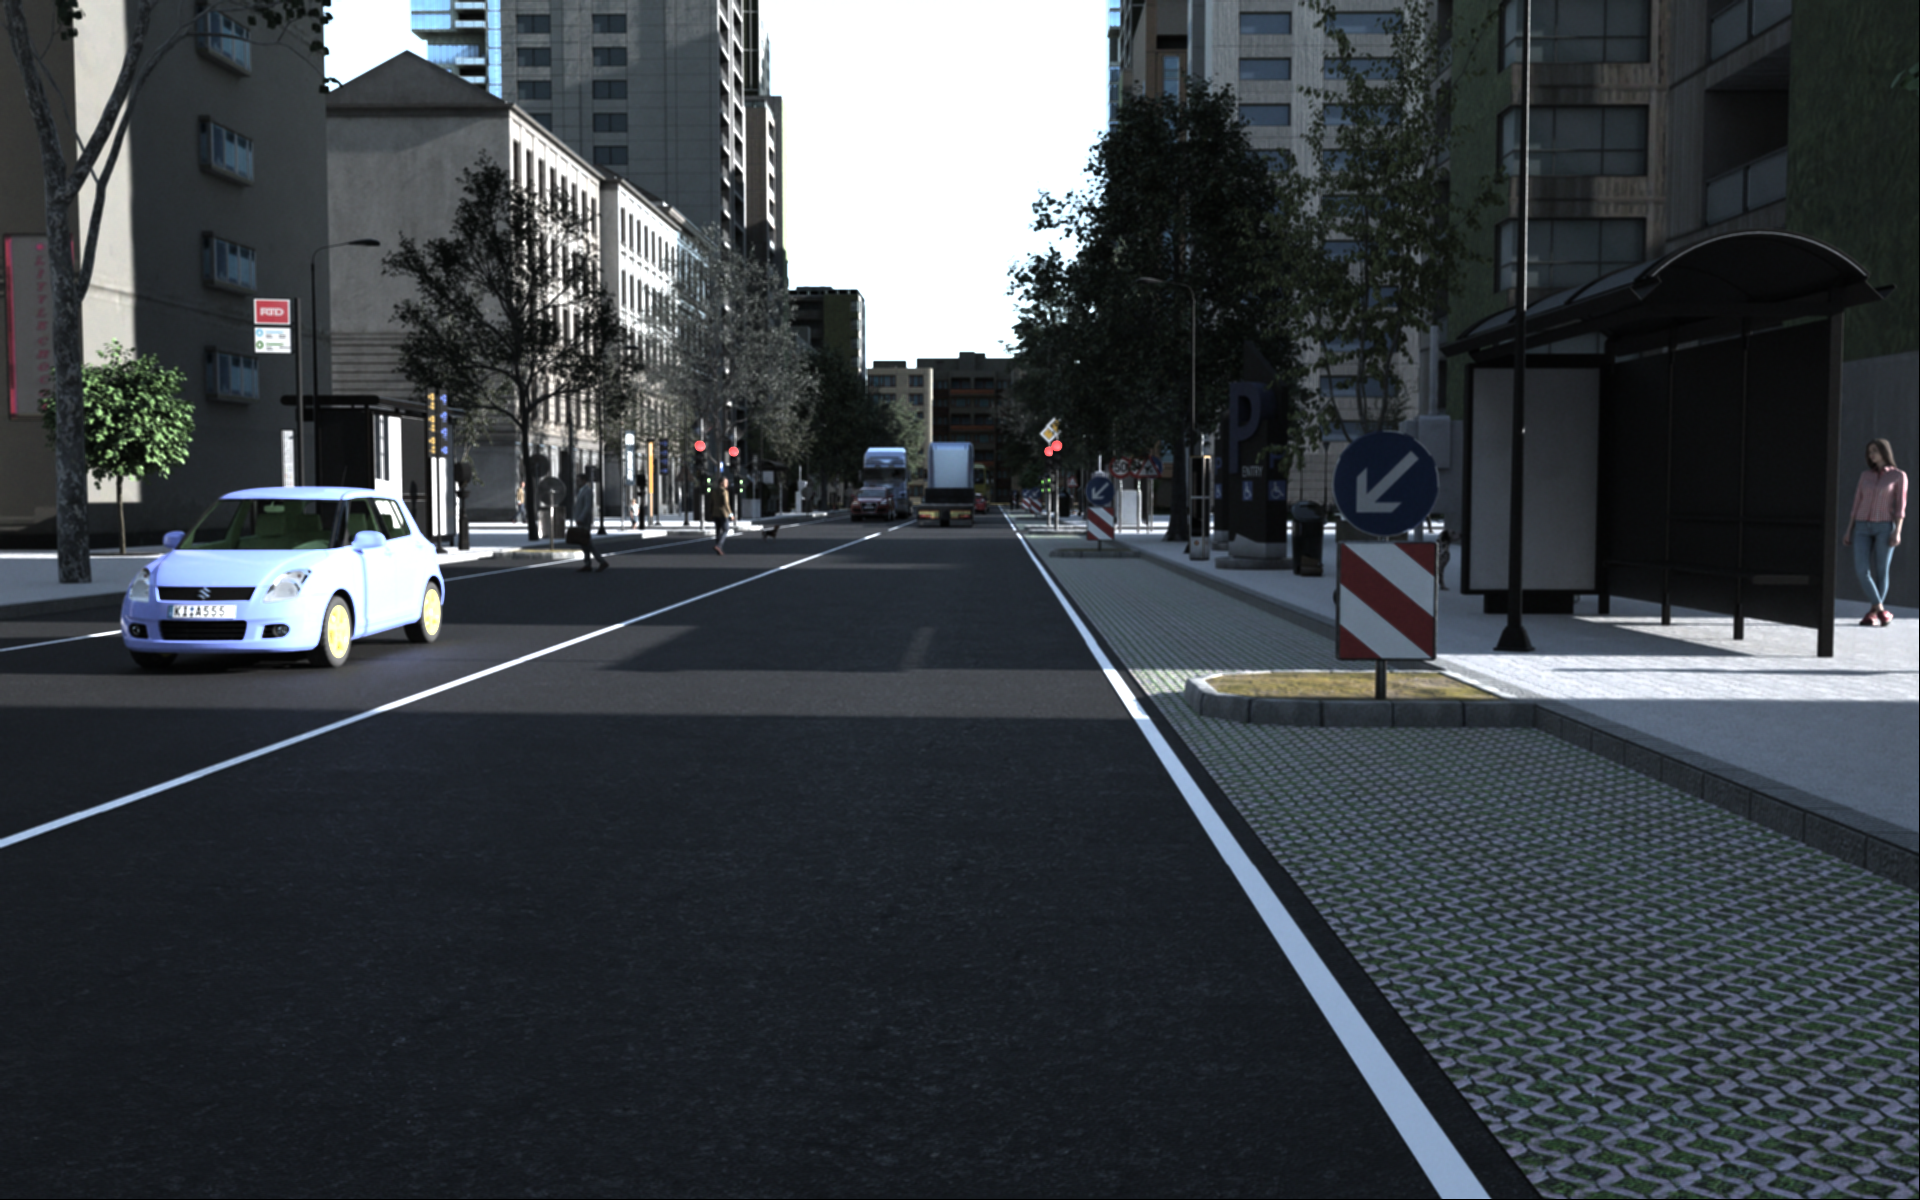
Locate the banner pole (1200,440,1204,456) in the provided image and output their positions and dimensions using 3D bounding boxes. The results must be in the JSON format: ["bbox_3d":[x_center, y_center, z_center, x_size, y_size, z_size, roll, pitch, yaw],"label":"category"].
[{"bbox_3d":[8.422,-4.300,60.329,0.401,3.779,0.863,1,4,15],"label":"banner pole"}]

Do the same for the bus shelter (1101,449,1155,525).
[{"bbox_3d":[7.118,-4.939,74.678,2.014,3.302,5.546,0,4,1],"label":"bus shelter"}]

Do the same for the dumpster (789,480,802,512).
[{"bbox_3d":[-11.355,-7.188,120.014,1.502,2.255,1.985,0,4,1],"label":"dumpster"}]

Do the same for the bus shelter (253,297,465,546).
[{"bbox_3d":[-13.296,-3.700,38.129,2.179,5.291,8.768,0,4,1],"label":"bus shelter"}]

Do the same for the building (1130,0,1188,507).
[{"bbox_3d":[22.821,-30.885,155.086,14.600,45.320,14.200,0,4,1],"label":"building"}]

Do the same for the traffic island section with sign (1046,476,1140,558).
[{"bbox_3d":[3.040,-1.887,39.484,1.989,1.847,2.006,0,4,1],"label":"traffic island section with sign"}]

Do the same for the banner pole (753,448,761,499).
[{"bbox_3d":[-11.066,-6.391,94.513,0.401,3.779,0.863,-3,5,-44],"label":"banner pole"}]

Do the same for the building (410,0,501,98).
[{"bbox_3d":[-64.029,-57.086,246.028,31.000,86.520,22.319,0,4,1],"label":"building"}]

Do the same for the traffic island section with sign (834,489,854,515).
[{"bbox_3d":[-7.788,-6.940,122.104,1.989,1.847,2.006,0,4,1],"label":"traffic island section with sign"}]

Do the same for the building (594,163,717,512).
[{"bbox_3d":[-24.169,-18.039,123.814,11.050,23.489,19.941,0,4,1],"label":"building"}]

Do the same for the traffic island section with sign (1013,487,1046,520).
[{"bbox_3d":[4.048,-5.289,95.110,1.989,1.847,2.006,0,4,1],"label":"traffic island section with sign"}]

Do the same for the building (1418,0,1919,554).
[{"bbox_3d":[19.580,-22.116,45.198,14.154,41.232,14.086,0,4,1],"label":"building"}]

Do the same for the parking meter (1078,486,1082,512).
[{"bbox_3d":[8.509,-7.147,122.560,0.255,1.863,0.399,0,4,5],"label":"parking meter"}]

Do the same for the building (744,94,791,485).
[{"bbox_3d":[-24.824,-29.919,172.773,14.154,41.232,14.086,0,4,1],"label":"building"}]

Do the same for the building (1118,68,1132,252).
[{"bbox_3d":[22.332,-29.735,169.763,14.154,41.232,14.086,0,4,1],"label":"building"}]

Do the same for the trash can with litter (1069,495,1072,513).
[{"bbox_3d":[7.303,-6.344,114.786,1.678,1.210,2.233,-2,4,-24],"label":"trash can with litter"}]

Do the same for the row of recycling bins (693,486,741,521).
[{"bbox_3d":[-11.793,-4.693,83.843,1.069,1.692,3.534,2,4,24],"label":"row of recycling bins"}]

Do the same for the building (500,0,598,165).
[{"bbox_3d":[-27.931,-43.813,154.596,20.563,71.187,20.611,0,4,1],"label":"building"}]

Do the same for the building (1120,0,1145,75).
[{"bbox_3d":[25.846,-45.740,186.104,20.563,71.187,20.611,0,4,1],"label":"building"}]

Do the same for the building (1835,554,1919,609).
[{"bbox_3d":[17.808,-20.770,23.182,14.154,41.232,14.086,0,4,1],"label":"building"}]

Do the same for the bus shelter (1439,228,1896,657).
[{"bbox_3d":[6.137,-1.350,15.991,2.014,3.302,5.546,0,4,1],"label":"bus shelter"}]

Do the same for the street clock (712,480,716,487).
[{"bbox_3d":[-12.387,-5.103,88.002,0.358,2.002,0.471,-2,4,-31],"label":"street clock"}]

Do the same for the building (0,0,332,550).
[{"bbox_3d":[-30.495,-25.644,42.978,21.600,48.544,21.300,0,4,1],"label":"building"}]

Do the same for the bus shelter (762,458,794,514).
[{"bbox_3d":[-12.238,-7.579,115.192,1.731,3.624,6.357,0,4,1],"label":"bus shelter"}]

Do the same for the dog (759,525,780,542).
[{"bbox_3d":[-5.700,-1.992,51.849,0.540,0.507,0.406,-2,4,-26],"label":"dog"}]

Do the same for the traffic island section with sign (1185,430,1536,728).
[{"bbox_3d":[2.544,-0.176,11.511,1.989,1.847,2.006,0,4,1],"label":"traffic island section with sign"}]

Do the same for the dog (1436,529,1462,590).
[{"bbox_3d":[6.287,-0.548,23.346,0.513,0.831,0.800,-2,4,-32],"label":"dog"}]

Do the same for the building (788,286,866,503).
[{"bbox_3d":[-20.544,-28.874,243.792,14.107,30.474,14.160,0,4,1],"label":"building"}]

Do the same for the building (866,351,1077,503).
[{"bbox_3d":[1.891,-24.825,250.926,28.899,21.520,27.650,0,4,1],"label":"building"}]

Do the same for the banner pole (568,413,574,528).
[{"bbox_3d":[-11.881,-3.853,53.013,0.401,3.779,0.863,-1,4,-21],"label":"banner pole"}]

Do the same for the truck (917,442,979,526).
[{"bbox_3d":[-0.548,-5.771,84.111,2.967,4.110,18.799,0,4,1],"label":"truck"}]

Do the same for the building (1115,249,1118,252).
[{"bbox_3d":[23.143,-26.512,205.179,14.160,30.474,14.107,0,4,1],"label":"building"}]

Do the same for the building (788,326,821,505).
[{"bbox_3d":[-31.836,-21.743,200.538,28.899,21.520,27.650,0,4,1],"label":"building"}]

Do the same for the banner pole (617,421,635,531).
[{"bbox_3d":[-11.511,-4.271,59.843,0.401,3.779,0.863,2,4,35],"label":"banner pole"}]

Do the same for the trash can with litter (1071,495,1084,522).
[{"bbox_3d":[6.474,-4.138,78.713,2.233,1.210,1.678,-1,4,-12],"label":"trash can with litter"}]

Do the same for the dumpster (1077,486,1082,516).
[{"bbox_3d":[7.483,-5.826,101.020,1.264,1.857,1.865,0,4,1],"label":"dumpster"}]

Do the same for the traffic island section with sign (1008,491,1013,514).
[{"bbox_3d":[4.537,-6.938,122.061,1.989,1.847,2.006,0,4,1],"label":"traffic island section with sign"}]

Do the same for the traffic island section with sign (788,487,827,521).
[{"bbox_3d":[-8.289,-5.238,94.273,1.989,1.847,2.006,0,4,1],"label":"traffic island section with sign"}]

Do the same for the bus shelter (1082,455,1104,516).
[{"bbox_3d":[7.685,-7.213,95.566,2.179,5.291,8.768,0,4,1],"label":"bus shelter"}]

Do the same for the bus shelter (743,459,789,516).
[{"bbox_3d":[-11.398,-6.630,102.326,2.014,3.302,5.546,0,4,1],"label":"bus shelter"}]

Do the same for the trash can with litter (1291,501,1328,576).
[{"bbox_3d":[5.572,-0.976,27.339,0.624,1.170,1.055,0,4,2],"label":"trash can with litter"}]

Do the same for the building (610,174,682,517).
[{"bbox_3d":[-23.167,-15.607,104.325,9.793,20.994,18.267,0,4,1],"label":"building"}]

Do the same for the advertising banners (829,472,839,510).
[{"bbox_3d":[-9.922,-8.580,136.478,0.090,3.025,2.074,-2,4,-25],"label":"advertising banners"}]

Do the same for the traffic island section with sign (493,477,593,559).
[{"bbox_3d":[-9.280,-1.858,39.003,1.989,1.847,2.006,0,4,1],"label":"traffic island section with sign"}]

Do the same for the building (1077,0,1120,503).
[{"bbox_3d":[32.246,-57.004,244.683,31.000,86.520,22.319,0,4,1],"label":"building"}]

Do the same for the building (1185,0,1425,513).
[{"bbox_3d":[27.511,-35.903,129.021,21.231,58.520,28.212,0,4,1],"label":"building"}]

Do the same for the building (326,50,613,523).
[{"bbox_3d":[-24.402,-14.493,86.112,9.793,20.994,18.267,0,4,1],"label":"building"}]

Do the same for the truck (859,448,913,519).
[{"bbox_3d":[-4.301,-7.116,106.109,2.967,4.110,18.799,0,4,0],"label":"truck"}]
